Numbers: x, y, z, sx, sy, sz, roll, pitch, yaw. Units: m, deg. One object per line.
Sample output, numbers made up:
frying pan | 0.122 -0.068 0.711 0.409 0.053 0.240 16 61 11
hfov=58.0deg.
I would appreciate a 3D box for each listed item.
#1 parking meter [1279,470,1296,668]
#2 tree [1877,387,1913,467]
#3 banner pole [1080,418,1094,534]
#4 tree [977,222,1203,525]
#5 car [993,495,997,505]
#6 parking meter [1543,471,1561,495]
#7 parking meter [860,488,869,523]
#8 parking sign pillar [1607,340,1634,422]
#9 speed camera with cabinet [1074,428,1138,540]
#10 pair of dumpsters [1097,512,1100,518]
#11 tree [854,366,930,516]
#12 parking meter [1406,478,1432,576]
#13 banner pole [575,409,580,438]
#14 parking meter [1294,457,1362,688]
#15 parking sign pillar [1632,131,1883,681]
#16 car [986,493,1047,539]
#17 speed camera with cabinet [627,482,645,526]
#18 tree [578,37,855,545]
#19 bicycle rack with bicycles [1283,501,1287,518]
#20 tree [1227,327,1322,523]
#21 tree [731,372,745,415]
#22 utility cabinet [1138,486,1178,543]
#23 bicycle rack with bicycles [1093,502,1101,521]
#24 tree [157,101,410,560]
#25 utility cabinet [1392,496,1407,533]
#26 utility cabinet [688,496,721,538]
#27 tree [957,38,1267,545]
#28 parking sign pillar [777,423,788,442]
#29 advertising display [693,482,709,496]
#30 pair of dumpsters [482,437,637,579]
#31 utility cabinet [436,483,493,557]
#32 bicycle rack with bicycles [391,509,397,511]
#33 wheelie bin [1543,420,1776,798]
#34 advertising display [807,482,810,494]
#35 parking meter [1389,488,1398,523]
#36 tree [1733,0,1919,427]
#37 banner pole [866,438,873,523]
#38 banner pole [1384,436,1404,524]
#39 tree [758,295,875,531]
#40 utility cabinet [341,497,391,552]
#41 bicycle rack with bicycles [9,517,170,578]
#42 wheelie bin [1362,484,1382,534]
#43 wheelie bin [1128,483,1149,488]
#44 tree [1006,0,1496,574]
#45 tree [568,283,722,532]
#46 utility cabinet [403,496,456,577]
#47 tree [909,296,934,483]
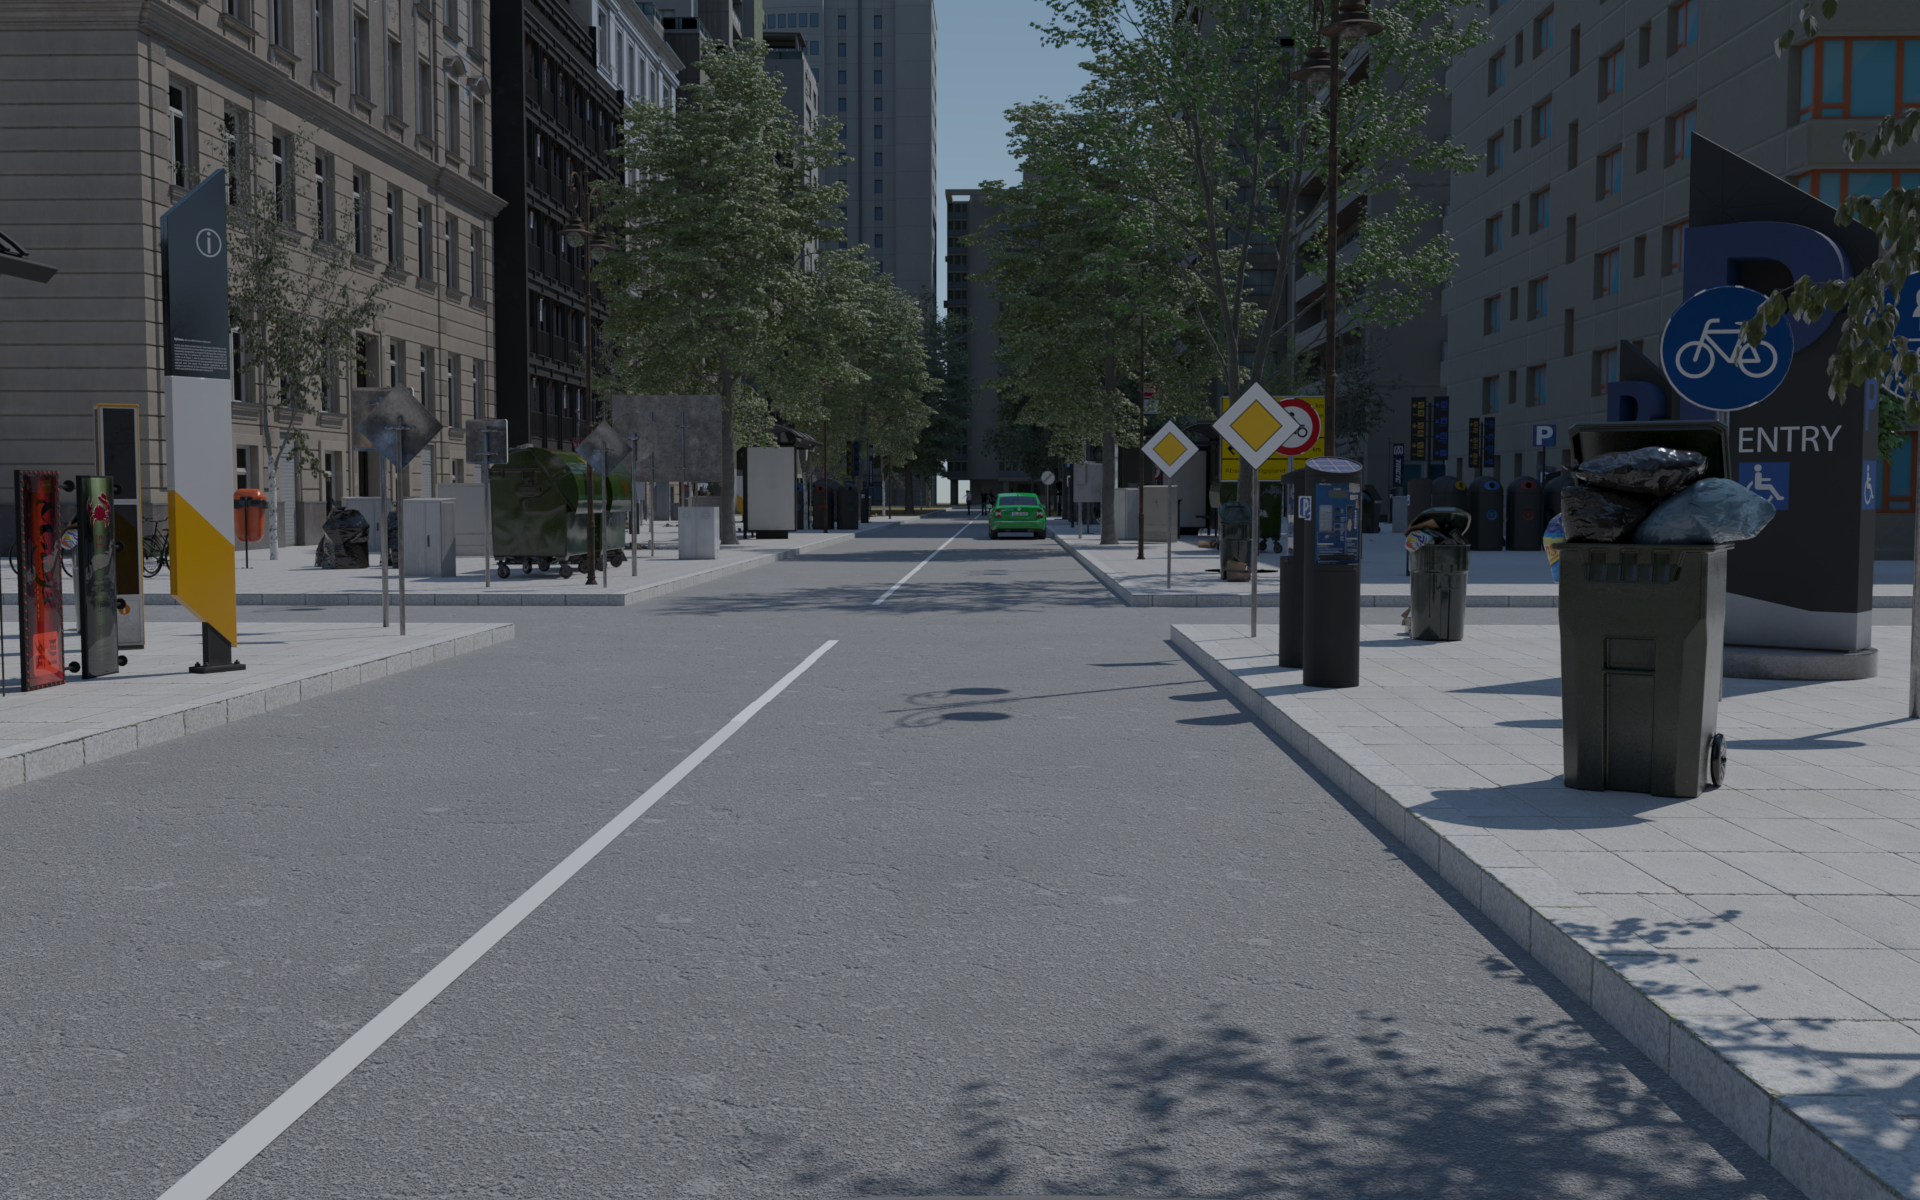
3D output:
parking meter | 2.561 -0.271 12.846 0.372 1.533 0.369 0 3 0
tree | 13.032 -2.597 26.174 4.285 4.588 4.351 0 3 0
banner pole | 4.019 -4.006 55.521 0.401 3.779 0.863 2 4 29
tree | 5.514 -9.527 72.777 9.611 12.733 9.660 0 3 0
car | 3.349 -7.922 142.111 1.945 1.354 3.894 0 4 2
parking meter | 14.663 -2.276 42.930 0.399 1.863 0.255 1 4 17
parking meter | -4.206 -4.160 76.433 0.372 1.533 0.369 0 3 0
parking sign pillar | 11.669 -2.520 29.672 1.447 3.967 1.447 -1 4 -20
speed camera with cabinet | 4.160 -3.361 49.283 0.660 3.252 2.038 -3 5 -43
pair of dumpsters | 8.125 -5.633 94.600 1.574 2.255 4.437 0 4 1
tree | -4.157 -9.099 99.130 4.360 8.622 3.978 0 3 0
parking meter | 7.170 -1.139 27.041 0.372 1.533 0.369 0 3 0
banner pole | -11.222 -3.728 50.964 0.401 3.779 0.863 -1 4 -14
parking meter | 2.490 -0.194 11.582 0.372 1.533 0.369 0 3 0
parking sign pillar | 5.865 -1.469 12.486 1.447 3.967 1.447 3 5 41
car | 1.829 -2.896 56.143 1.959 1.807 4.718 0 4 0
speed camera with cabinet | -13.198 -4.616 69.813 0.660 3.252 2.038 -1 4 -22
tree | -5.835 -7.652 43.240 7.486 12.596 7.792 0 3 0
bicycle rack with bicycles | 16.538 -4.698 90.194 2.852 0.926 2.925 -2 4 -28
tree | 13.847 -7.662 75.641 4.737 8.622 4.395 0 3 0
tree | -11.397 -7.567 74.081 4.360 8.622 3.978 0 3 0
utility cabinet | 5.165 -2.242 45.336 0.318 1.500 1.173 -3 4 -38
bicycle rack with bicycles | 6.838 -4.230 82.544 2.852 0.926 2.925 0 4 -5
tree | -13.126 -5.086 33.516 4.360 8.622 3.978 0 3 0
utility cabinet | 14.790 -2.811 57.129 1.020 1.237 0.306 3 4 39
utility cabinet | -7.412 -2.408 50.525 1.020 1.237 0.306 -3 4 -36
tree | 3.830 -7.655 43.287 7.486 12.596 7.792 0 3 0
parking sign pillar | -6.648 -4.788 66.758 1.447 3.967 1.447 1 4 11
advertising display | -13.908 -5.375 93.090 0.123 1.923 0.974 3 5 43
pair of dumpsters | -6.462 -1.571 28.187 1.574 2.255 4.437 0 4 1
utility cabinet | -10.015 -1.621 35.187 1.173 1.500 0.318 -2 4 -26
bicycle rack with bicycles | -13.181 -1.718 41.469 2.852 0.926 2.925 1 4 18
wheelie bin | 3.001 0.022 7.541 0.980 1.594 0.693 2 4 32
advertising display | -6.911 -4.462 78.160 0.123 1.923 0.974 -1 4 -13
parking meter | 19.043 -4.140 76.100 0.372 1.533 0.369 0 3 0
tree | 3.417 -3.315 4.557 4.360 8.622 3.978 0 3 0
banner pole | -4.039 -5.349 77.467 0.401 3.779 0.863 1 4 20
banner pole | 18.788 -5.191 74.884 0.863 3.779 0.401 2 4 27
tree | -5.299 -6.726 60.328 4.737 8.622 4.395 0 3 0
utility cabinet | -13.182 -1.672 38.492 1.020 1.237 0.306 -3 5 -44
bicycle rack with bicycles | -12.780 -0.827 26.902 2.925 0.926 2.852 2 4 24
wheelie bin | 13.328 -2.976 56.558 0.693 1.594 0.980 3 4 37
wheelie bin | 5.220 -2.638 51.035 0.980 1.594 0.693 -1 4 -14
tree | 4.610 -6.247 27.893 9.928 11.665 9.643 0 3 0
tree | -10.669 -6.599 58.259 4.360 8.622 3.978 0 3 0
utility cabinet | -8.304 -0.972 27.047 1.020 1.237 0.306 3 4 37
tree | -4.461 -10.087 83.050 7.486 12.596 7.792 0 3 0
